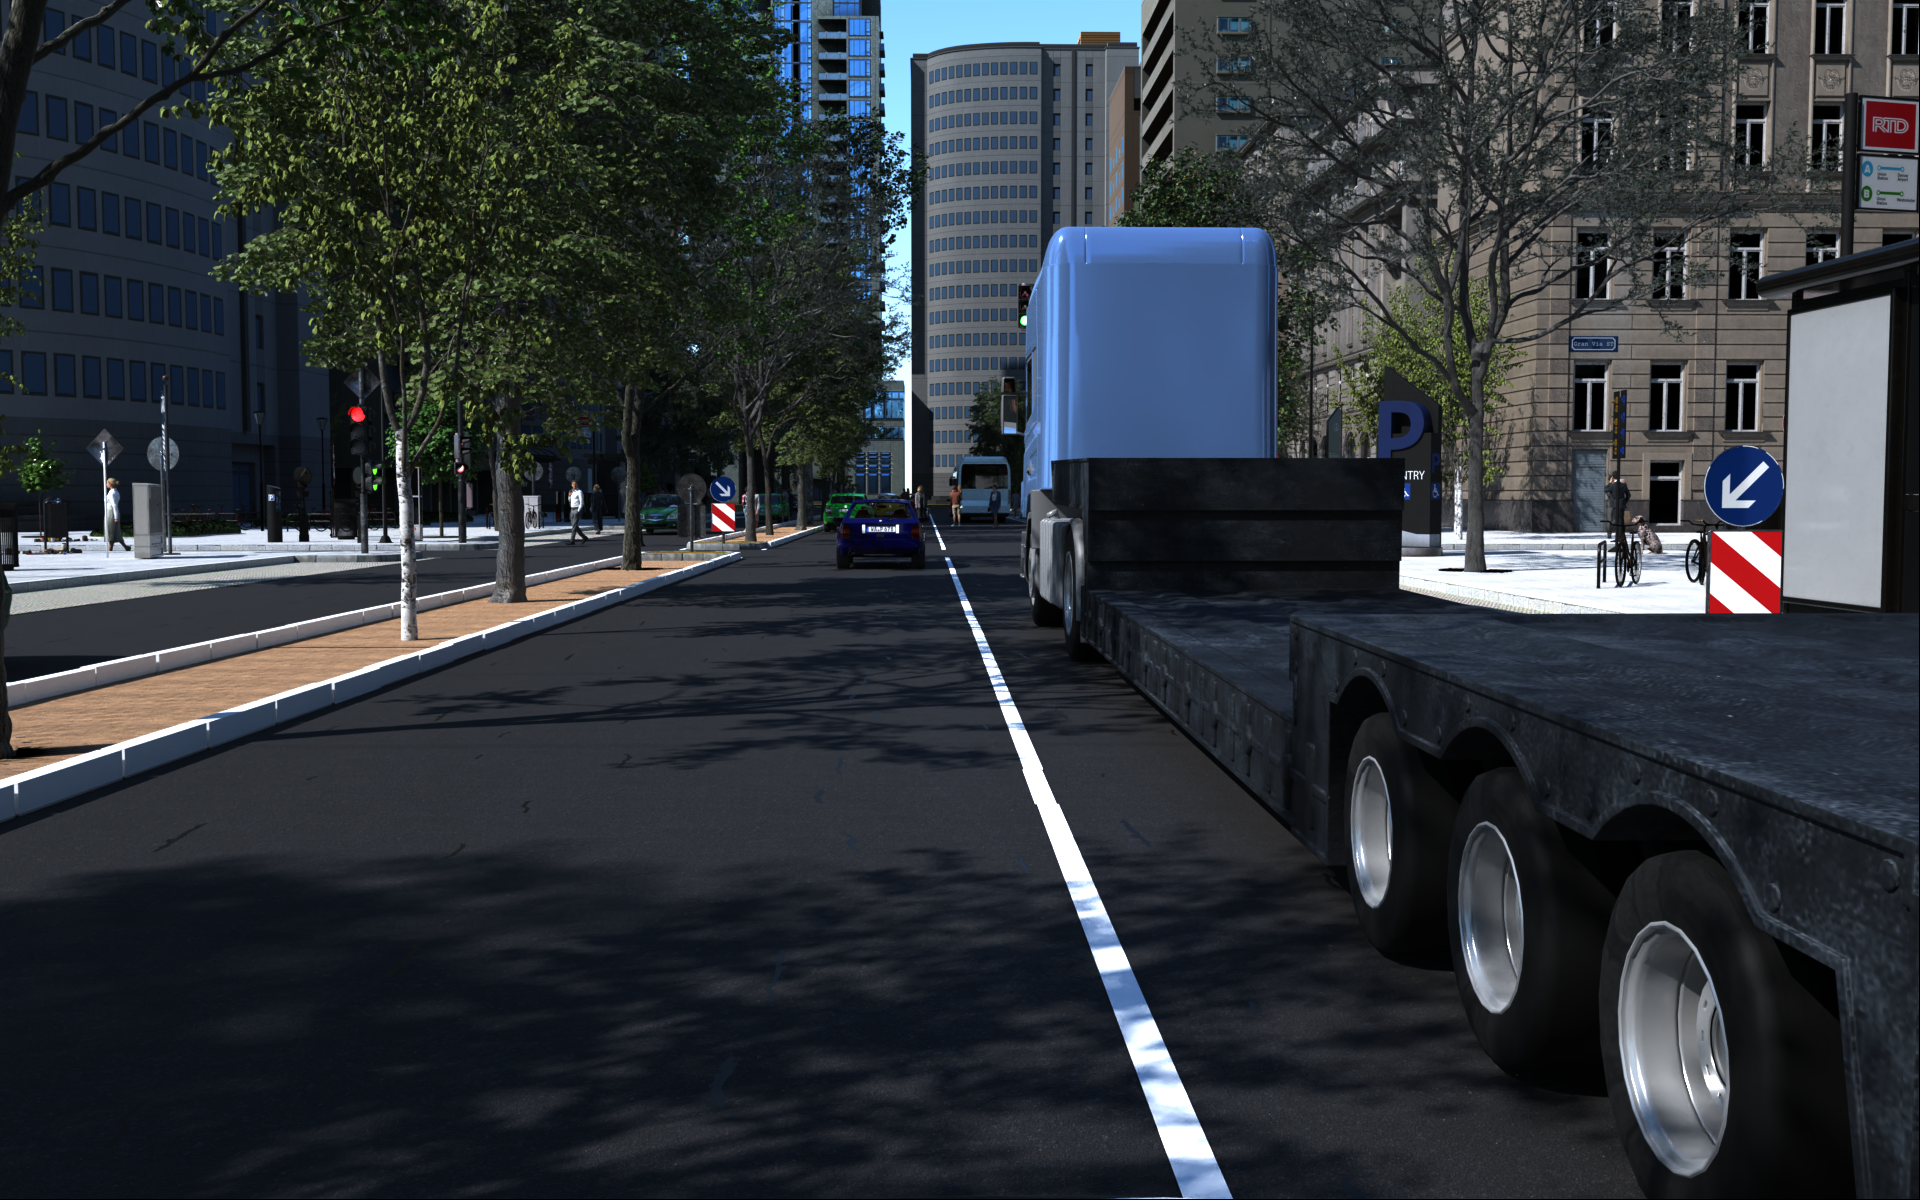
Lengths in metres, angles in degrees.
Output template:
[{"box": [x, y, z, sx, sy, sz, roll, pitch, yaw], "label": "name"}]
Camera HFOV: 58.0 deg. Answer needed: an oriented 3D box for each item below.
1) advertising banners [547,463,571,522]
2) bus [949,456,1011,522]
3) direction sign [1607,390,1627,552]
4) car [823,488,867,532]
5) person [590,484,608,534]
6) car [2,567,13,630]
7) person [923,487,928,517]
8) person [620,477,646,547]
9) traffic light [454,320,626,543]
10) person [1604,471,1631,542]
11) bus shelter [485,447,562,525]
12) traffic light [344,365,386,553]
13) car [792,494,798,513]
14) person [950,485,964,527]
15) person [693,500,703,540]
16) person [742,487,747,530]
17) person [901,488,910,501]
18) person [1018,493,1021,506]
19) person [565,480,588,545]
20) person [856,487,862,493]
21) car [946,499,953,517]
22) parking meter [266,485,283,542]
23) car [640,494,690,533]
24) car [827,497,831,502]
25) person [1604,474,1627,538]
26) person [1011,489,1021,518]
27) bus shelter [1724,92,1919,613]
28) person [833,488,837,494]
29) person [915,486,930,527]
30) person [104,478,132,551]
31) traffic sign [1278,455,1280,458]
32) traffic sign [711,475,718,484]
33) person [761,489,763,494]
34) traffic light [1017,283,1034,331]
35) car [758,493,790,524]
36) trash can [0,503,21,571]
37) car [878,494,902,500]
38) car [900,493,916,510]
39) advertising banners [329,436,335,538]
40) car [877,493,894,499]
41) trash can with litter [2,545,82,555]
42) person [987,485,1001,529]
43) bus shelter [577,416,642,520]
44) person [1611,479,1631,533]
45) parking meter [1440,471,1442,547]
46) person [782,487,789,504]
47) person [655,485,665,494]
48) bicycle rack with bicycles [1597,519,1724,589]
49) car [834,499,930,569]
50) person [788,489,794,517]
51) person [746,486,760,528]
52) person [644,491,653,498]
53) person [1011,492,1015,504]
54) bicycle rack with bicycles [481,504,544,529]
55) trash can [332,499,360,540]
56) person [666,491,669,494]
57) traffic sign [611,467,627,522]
[{"box": [-18.367, -5.078, 79.210, 0.090, 3.025, 2.074, -3, 5, -41], "label": "advertising banners"}, {"box": [1.020, -5.892, 91.195, 2.948, 3.499, 13.247, 0, 4, -2], "label": "bus"}, {"box": [14.479, -2.819, 38.081, 0.379, 3.537, 0.876, 0, 4, 5], "label": "direction sign"}, {"box": [-4.253, -3.551, 66.855, 1.959, 1.807, 4.718, 0, 4, 0], "label": "car"}, {"box": [-12.756, -3.193, 61.132, 0.534, 1.772, 0.576, 2, 4, 33], "label": "person"}, {"box": [-8.705, -0.037, 12.410, 2.131, 1.459, 4.920, 0, 4, -3], "label": "car"}, {"box": [-2.008, -5.435, 97.163, 0.655, 1.846, 0.447, -3, 4, -38], "label": "person"}, {"box": [-8.938, -2.410, 47.267, 0.648, 1.900, 0.474, 0, 4, 0], "label": "person"}, {"box": [-10.942, -4.327, 45.408, 4.771, 5.953, 1.251, 0, 4, -1], "label": "traffic light"}, {"box": [17.506, -2.494, 46.188, 0.648, 1.900, 0.474, -2, 4, -30], "label": "person"}, {"box": [-18.628, -4.906, 74.135, 2.014, 3.302, 5.546, 0, 4, -1], "label": "bus shelter"}, {"box": [-12.855, -2.962, 37.344, 0.839, 4.253, 0.868, 0, 4, -1], "label": "traffic light"}, {"box": [-11.953, -7.266, 128.578, 2.009, 1.686, 4.222, 0, 3, 0], "label": "car"}, {"box": [-0.114, -4.165, 76.567, 0.580, 1.828, 0.573, -3, 5, -40], "label": "person"}, {"box": [-8.077, -2.755, 53.811, 0.520, 1.790, 0.573, 3, 5, 42], "label": "person"}, {"box": [-8.349, -3.614, 68.429, 0.563, 1.720, 0.643, -2, 4, -26], "label": "person"}, {"box": [-3.526, -6.453, 113.986, 0.580, 1.828, 0.573, -3, 4, -38], "label": "person"}, {"box": [6.291, -11.034, 186.322, 0.709, 1.838, 0.599, -1, 4, -21], "label": "person"}, {"box": [-10.891, -2.477, 49.098, 0.679, 1.850, 0.850, 3, 5, 40], "label": "person"}, {"box": [-5.510, -5.319, 95.634, 0.590, 1.801, 0.661, -3, 4, -38], "label": "person"}, {"box": [0.230, -6.131, 109.289, 2.155, 1.783, 4.494, 0, 4, -2], "label": "car"}, {"box": [-18.237, -2.304, 46.080, 0.372, 1.533, 0.369, 0, 3, 0], "label": "parking meter"}, {"box": [-10.629, -3.101, 62.503, 2.131, 1.459, 4.920, 0, 4, -1], "label": "car"}, {"box": [-12.567, -10.250, 177.375, 2.009, 1.686, 4.222, 0, 4, -1], "label": "car"}, {"box": [18.969, -2.705, 50.079, 0.655, 1.846, 0.447, -1, 4, -13], "label": "person"}, {"box": [3.331, -5.671, 101.965, 0.760, 1.731, 0.466, 3, 5, 43], "label": "person"}, {"box": [8.745, -2.291, 15.082, 2.179, 5.291, 8.768, 0, 4, -1], "label": "bus shelter"}, {"box": [-7.329, -5.649, 101.042, 0.473, 1.802, 0.592, 1, 4, 19], "label": "person"}, {"box": [-1.677, -4.108, 75.855, 0.709, 1.800, 0.728, -2, 4, -29], "label": "person"}, {"box": [-19.254, -1.883, 39.516, 0.641, 1.798, 0.478, 0, 4, -4], "label": "person"}, {"box": [8.880, -3.003, 49.102, 0.884, 2.594, 0.081, 0, 4, 2], "label": "traffic sign"}, {"box": [-16.650, -7.136, 116.779, 0.768, 2.556, 0.104, 0, 4, 0], "label": "traffic sign"}, {"box": [-21.686, -11.212, 189.503, 0.705, 1.807, 1.348, -1, 4, -14], "label": "person"}, {"box": [3.612, -3.848, 37.580, 4.771, 5.953, 1.251, 0, 4, -1], "label": "traffic light"}, {"box": [-9.360, -4.631, 84.505, 1.959, 1.807, 4.718, 0, 4, 1], "label": "car"}, {"box": [-16.111, -1.060, 28.991, 0.748, 1.137, 0.748, 0, 3, 0], "label": "trash can"}, {"box": [-3.942, -5.298, 96.843, 2.015, 1.641, 3.980, 0, 4, -3], "label": "car"}, {"box": [-4.671, -8.924, 154.950, 2.155, 1.783, 4.494, 0, 4, -2], "label": "car"}, {"box": [-18.701, -3.390, 51.617, 0.090, 3.025, 2.074, -1, 4, -16], "label": "advertising banners"}, {"box": [-5.180, -6.991, 123.896, 1.945, 1.707, 3.694, 0, 4, 0], "label": "car"}, {"box": [-19.774, -1.590, 37.049, 1.678, 1.210, 2.233, 2, 4, 30], "label": "trash can with litter"}, {"box": [1.487, -3.876, 71.888, 0.581, 1.822, 0.654, 3, 5, 39], "label": "person"}, {"box": [-18.541, -6.947, 91.217, 2.179, 5.291, 8.768, 0, 4, -1], "label": "bus shelter"}, {"box": [21.220, -3.007, 55.686, 0.515, 1.767, 0.782, 0, 4, 0], "label": "person"}, {"box": [10.400, -1.975, 38.004, 0.255, 1.863, 0.399, 2, 4, 31], "label": "parking meter"}, {"box": [-10.248, -5.676, 101.150, 0.795, 1.843, 0.661, 2, 4, 25], "label": "person"}, {"box": [-17.488, -5.768, 100.709, 0.532, 1.782, 0.716, -3, 4, -36], "label": "person"}, {"box": [10.011, -0.653, 24.063, 2.852, 0.926, 2.925, 2, 4, 24], "label": "bicycle rack with bicycles"}, {"box": [-1.567, -1.347, 34.599, 1.945, 1.354, 3.894, 0, 4, -2], "label": "car"}, {"box": [-10.532, -6.010, 107.191, 0.534, 1.772, 0.576, -1, 4, -17], "label": "person"}, {"box": [-6.804, -2.911, 56.846, 0.466, 1.731, 0.760, -1, 4, -14], "label": "person"}, {"box": [-24.570, -8.016, 137.048, 0.705, 1.831, 1.348, 1, 4, 23], "label": "person"}, {"box": [5.669, -11.064, 187.657, 0.721, 1.735, 1.217, 2, 4, 28], "label": "person"}, {"box": [-16.525, -3.095, 63.980, 2.852, 0.926, 2.925, 0, 4, -8], "label": "bicycle rack with bicycles"}, {"box": [-17.356, -2.281, 48.955, 0.748, 1.137, 0.748, 0, 3, 0], "label": "trash can"}, {"box": [-25.997, -9.057, 154.785, 0.551, 1.740, 0.621, 0, 4, -7], "label": "person"}, {"box": [-15.872, -4.924, 80.608, 0.768, 2.556, 0.104, 0, 4, 2], "label": "traffic sign"}]
